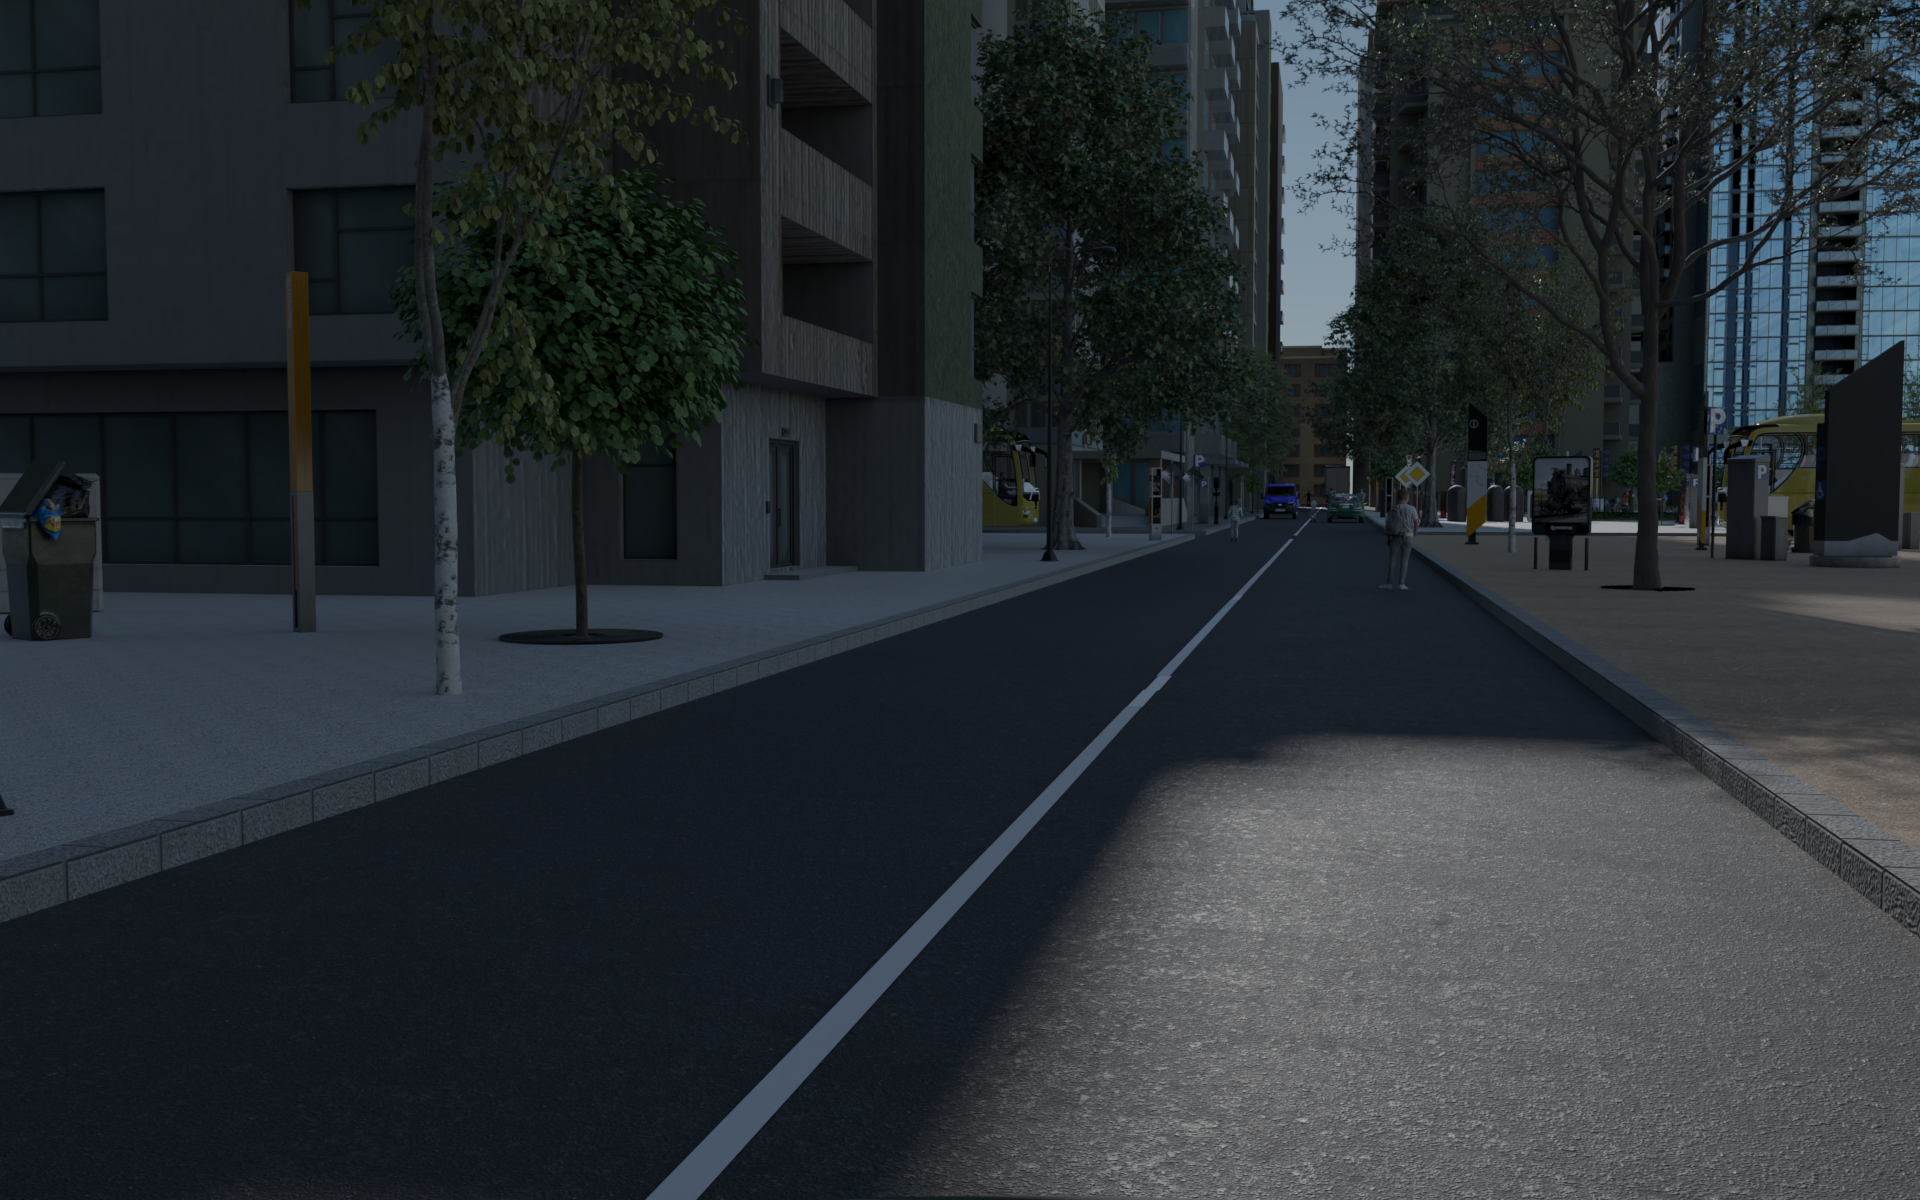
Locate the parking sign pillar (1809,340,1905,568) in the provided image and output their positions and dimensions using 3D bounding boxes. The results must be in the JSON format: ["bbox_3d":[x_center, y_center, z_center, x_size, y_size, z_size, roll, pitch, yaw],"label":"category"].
[{"bbox_3d":[15.846,-2.574,30.554,1.447,3.967,1.447,0,4,1],"label":"parking sign pillar"}]

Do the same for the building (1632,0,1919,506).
[{"bbox_3d":[89.970,-53.430,186.253,31.000,86.520,22.319,1,4,12],"label":"building"}]

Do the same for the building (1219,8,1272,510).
[{"bbox_3d":[18.224,-28.125,143.433,14.154,41.232,14.086,1,4,12],"label":"building"}]

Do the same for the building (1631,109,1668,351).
[{"bbox_3d":[90.627,-36.274,216.776,21.600,48.544,21.300,1,4,12],"label":"building"}]

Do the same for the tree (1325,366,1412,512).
[{"bbox_3d":[29.897,-12.088,123.394,9.928,11.665,9.643,0,3,0],"label":"tree"}]

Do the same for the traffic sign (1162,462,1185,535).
[{"bbox_3d":[6.642,-3.090,54.169,0.795,2.450,0.064,1,4,12],"label":"traffic sign"}]

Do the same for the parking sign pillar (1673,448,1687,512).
[{"bbox_3d":[42.203,-6.911,101.464,1.447,3.967,1.447,1,4,10],"label":"parking sign pillar"}]

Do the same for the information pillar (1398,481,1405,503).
[{"bbox_3d":[22.071,-5.017,86.516,0.304,2.012,0.304,0,4,-3],"label":"information pillar"}]

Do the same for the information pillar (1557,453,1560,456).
[{"bbox_3d":[33.982,-6.568,98.734,0.183,3.616,0.504,-1,4,-13],"label":"information pillar"}]

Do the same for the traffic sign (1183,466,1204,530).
[{"bbox_3d":[8.327,-3.568,61.975,0.795,2.450,0.064,1,4,12],"label":"traffic sign"}]

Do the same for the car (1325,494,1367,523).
[{"bbox_3d":[19.543,-4.644,87.734,2.131,1.459,4.920,1,4,12],"label":"car"}]

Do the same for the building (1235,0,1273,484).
[{"bbox_3d":[18.740,-44.151,160.121,20.563,71.187,20.611,1,4,12],"label":"building"}]

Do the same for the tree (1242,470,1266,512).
[{"bbox_3d":[21.173,-7.945,124.508,1.663,3.219,1.824,0,3,0],"label":"tree"}]

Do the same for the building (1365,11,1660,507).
[{"bbox_3d":[59.250,-36.801,190.937,28.713,52.752,27.495,1,4,12],"label":"building"}]

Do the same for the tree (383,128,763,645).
[{"bbox_3d":[-3.390,-1.936,15.366,4.285,4.588,4.351,0,3,0],"label":"tree"}]

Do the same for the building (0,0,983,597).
[{"bbox_3d":[-7.882,-15.622,27.123,14.160,30.474,14.107,1,4,12],"label":"building"}]

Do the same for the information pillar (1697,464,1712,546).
[{"bbox_3d":[18.558,-2.366,43.172,0.304,2.012,0.304,2,4,26],"label":"information pillar"}]

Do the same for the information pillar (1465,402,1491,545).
[{"bbox_3d":[13.100,-3.215,43.918,0.504,3.616,0.183,1,4,19],"label":"information pillar"}]

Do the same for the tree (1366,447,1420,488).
[{"bbox_3d":[25.172,-7.077,99.429,4.285,4.588,4.351,0,3,0],"label":"tree"}]

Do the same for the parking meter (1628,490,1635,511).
[{"bbox_3d":[44.209,-6.463,114.074,0.372,1.533,0.369,0,3,0],"label":"parking meter"}]

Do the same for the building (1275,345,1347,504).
[{"bbox_3d":[37.022,-23.689,232.352,28.899,21.520,27.650,1,4,12],"label":"building"}]

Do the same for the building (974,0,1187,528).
[{"bbox_3d":[-6.648,-23.491,75.965,32.217,40.220,23.993,1,4,12],"label":"building"}]

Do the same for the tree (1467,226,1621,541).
[{"bbox_3d":[16.237,-5.956,47.744,4.737,8.622,4.395,0,3,0],"label":"tree"}]

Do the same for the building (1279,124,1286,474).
[{"bbox_3d":[21.848,-35.508,200.167,30.456,49.044,23.786,1,4,12],"label":"building"}]

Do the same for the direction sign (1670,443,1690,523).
[{"bbox_3d":[31.916,-5.191,76.862,0.876,3.537,0.379,0,4,-2],"label":"direction sign"}]

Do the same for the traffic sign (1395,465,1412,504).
[{"bbox_3d":[15.551,-3.471,60.401,0.795,2.450,0.064,1,4,12],"label":"traffic sign"}]

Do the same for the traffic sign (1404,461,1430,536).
[{"bbox_3d":[13.866,-2.994,52.595,0.795,2.450,0.064,1,4,12],"label":"traffic sign"}]

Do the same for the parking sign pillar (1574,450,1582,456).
[{"bbox_3d":[37.604,-7.235,106.762,1.447,3.967,1.447,0,4,-6],"label":"parking sign pillar"}]

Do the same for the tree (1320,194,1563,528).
[{"bbox_3d":[18.082,-9.130,66.288,9.611,12.733,9.660,0,3,0],"label":"tree"}]

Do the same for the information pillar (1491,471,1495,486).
[{"bbox_3d":[38.662,-8.223,125.804,0.183,3.616,0.504,-1,4,-11],"label":"information pillar"}]

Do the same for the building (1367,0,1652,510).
[{"bbox_3d":[46.917,-30.326,150.451,22.147,44.769,28.867,1,4,12],"label":"building"}]

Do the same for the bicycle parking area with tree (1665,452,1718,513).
[{"bbox_3d":[51.863,-8.069,118.928,8.231,4.147,9.016,-1,4,-20],"label":"bicycle parking area with tree"}]

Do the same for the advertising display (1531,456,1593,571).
[{"bbox_3d":[10.171,-1.472,29.283,0.974,1.923,0.123,3,4,35],"label":"advertising display"}]

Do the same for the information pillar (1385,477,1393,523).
[{"bbox_3d":[18.743,-4.352,75.655,0.304,2.012,0.304,1,4,16],"label":"information pillar"}]

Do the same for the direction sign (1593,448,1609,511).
[{"bbox_3d":[31.482,-5.697,85.148,0.876,3.537,0.379,-1,4,-15],"label":"direction sign"}]

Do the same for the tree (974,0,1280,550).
[{"bbox_3d":[2.507,-7.501,39.645,9.611,12.733,9.660,0,3,0],"label":"tree"}]

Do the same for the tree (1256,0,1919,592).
[{"bbox_3d":[9.051,-6.875,22.782,12.009,13.543,11.850,0,3,0],"label":"tree"}]

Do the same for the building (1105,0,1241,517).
[{"bbox_3d":[5.937,-29.929,108.955,23.786,49.044,30.456,1,4,12],"label":"building"}]

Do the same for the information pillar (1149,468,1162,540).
[{"bbox_3d":[5.422,-2.663,48.037,0.304,2.012,0.304,0,4,-7],"label":"information pillar"}]

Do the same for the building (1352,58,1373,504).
[{"bbox_3d":[65.345,-41.626,222.591,28.212,58.520,21.231,1,4,12],"label":"building"}]

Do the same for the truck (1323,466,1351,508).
[{"bbox_3d":[38.703,-11.556,177.850,2.839,4.237,11.283,1,4,12],"label":"truck"}]

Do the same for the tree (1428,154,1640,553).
[{"bbox_3d":[12.274,-5.332,37.545,4.360,8.622,3.978,0,3,0],"label":"tree"}]

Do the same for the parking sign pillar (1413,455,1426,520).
[{"bbox_3d":[23.544,-6.079,87.869,1.447,3.967,1.447,-3,5,-43],"label":"parking sign pillar"}]

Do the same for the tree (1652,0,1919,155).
[{"bbox_3d":[5.193,-4.451,7.179,8.767,10.594,7.601,3,5,43],"label":"tree"}]

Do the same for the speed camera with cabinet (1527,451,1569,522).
[{"bbox_3d":[27.391,-5.257,80.285,2.038,3.252,0.660,1,4,20],"label":"speed camera with cabinet"}]

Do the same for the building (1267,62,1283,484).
[{"bbox_3d":[25.820,-32.307,178.324,14.600,45.320,14.200,1,4,12],"label":"building"}]

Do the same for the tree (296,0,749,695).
[{"bbox_3d":[-3.044,-3.701,10.878,4.737,8.622,4.395,0,3,0],"label":"tree"}]

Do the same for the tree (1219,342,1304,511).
[{"bbox_3d":[22.108,-12.943,129.750,7.486,12.596,7.792,0,3,0],"label":"tree"}]

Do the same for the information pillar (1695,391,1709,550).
[{"bbox_3d":[16.966,-2.949,39.574,0.183,3.616,0.504,1,4,9],"label":"information pillar"}]

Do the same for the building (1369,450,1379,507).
[{"bbox_3d":[48.181,-24.530,172.759,14.160,30.474,14.107,1,4,12],"label":"building"}]
